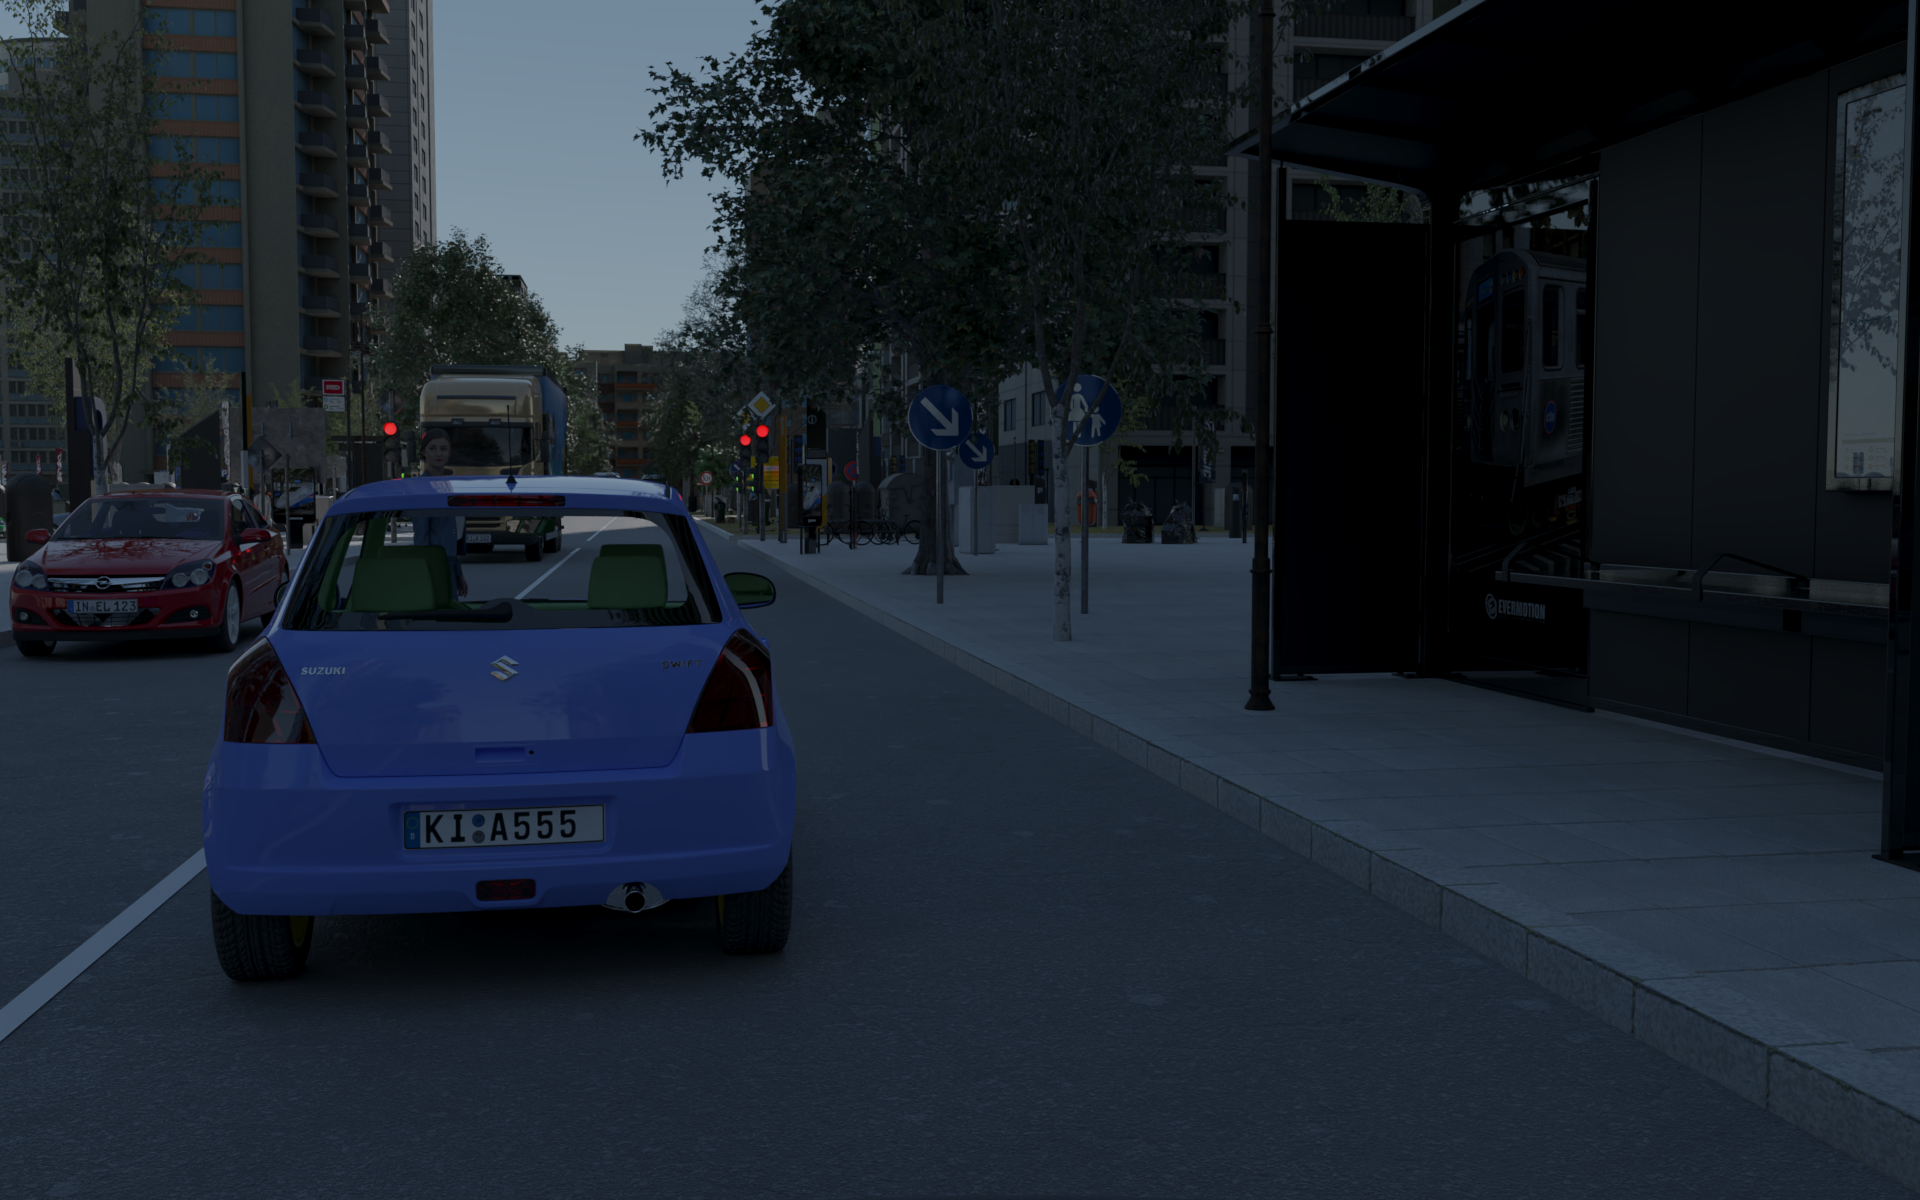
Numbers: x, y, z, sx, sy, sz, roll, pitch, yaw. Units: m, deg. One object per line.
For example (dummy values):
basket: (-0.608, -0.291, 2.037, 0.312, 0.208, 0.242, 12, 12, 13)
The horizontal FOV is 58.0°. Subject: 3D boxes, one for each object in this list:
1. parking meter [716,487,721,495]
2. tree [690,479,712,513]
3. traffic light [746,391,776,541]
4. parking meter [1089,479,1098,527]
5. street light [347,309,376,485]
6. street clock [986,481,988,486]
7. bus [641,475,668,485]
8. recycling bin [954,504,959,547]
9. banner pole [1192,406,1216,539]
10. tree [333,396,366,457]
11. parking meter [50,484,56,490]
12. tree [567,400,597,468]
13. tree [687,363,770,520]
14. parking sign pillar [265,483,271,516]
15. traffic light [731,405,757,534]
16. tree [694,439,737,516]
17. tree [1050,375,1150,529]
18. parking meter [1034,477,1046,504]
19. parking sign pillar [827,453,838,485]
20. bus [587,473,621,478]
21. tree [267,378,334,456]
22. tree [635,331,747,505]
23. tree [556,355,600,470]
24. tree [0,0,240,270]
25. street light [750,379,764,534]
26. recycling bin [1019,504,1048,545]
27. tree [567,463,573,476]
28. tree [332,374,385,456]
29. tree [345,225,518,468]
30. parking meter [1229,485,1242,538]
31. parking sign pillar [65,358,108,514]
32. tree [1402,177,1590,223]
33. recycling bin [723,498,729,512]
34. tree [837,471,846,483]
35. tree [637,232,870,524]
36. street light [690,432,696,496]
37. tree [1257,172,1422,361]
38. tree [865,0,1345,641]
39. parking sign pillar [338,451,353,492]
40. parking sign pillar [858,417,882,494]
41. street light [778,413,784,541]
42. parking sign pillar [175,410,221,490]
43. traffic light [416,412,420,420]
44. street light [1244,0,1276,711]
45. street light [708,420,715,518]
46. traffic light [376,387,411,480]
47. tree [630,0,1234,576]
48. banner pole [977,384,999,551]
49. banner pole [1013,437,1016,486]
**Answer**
parking meter: (-14.795, -6.136, 106.039, 0.255, 1.863, 0.399, -1, 4, -16)
tree: (-17.611, -7.663, 119.886, 1.663, 3.219, 1.824, 0, 3, 0)
traffic light: (-5.410, -3.562, 47.160, 0.839, 4.253, 0.868, -1, 4, -10)
parking meter: (5.117, -3.757, 67.136, 0.399, 1.863, 0.255, 2, 4, 29)
street light: (-14.976, -4.324, 43.477, 0.468, 5.910, 1.993, -1, 4, -10)
street clock: (1.393, -5.569, 95.628, 0.358, 2.002, 0.471, 1, 4, 11)
bus: (-30.204, -10.751, 170.633, 2.948, 3.499, 13.247, -1, 4, -11)
recycling bin: (0.136, -1.820, 42.310, 0.722, 1.027, 0.722, 2, 4, 25)
banner pole: (6.880, -3.625, 49.281, 0.863, 3.779, 0.401, 0, 4, 3)
tree: (-43.623, -10.529, 122.508, 4.737, 8.622, 4.395, 0, 3, 0)
parking meter: (-50.905, -5.598, 97.240, 0.399, 1.863, 0.255, 0, 4, -5)
tree: (-30.868, -11.970, 130.114, 7.601, 10.594, 8.767, -2, 4, -27)
tree: (-11.366, -8.366, 87.150, 4.360, 8.622, 3.978, 0, 3, 0)
parking sign pillar: (-41.387, -6.982, 102.634, 1.447, 3.967, 1.447, 3, 4, 37)
traffic light: (-6.841, -4.043, 55.017, 0.839, 4.253, 0.868, -1, 4, -10)
tree: (-14.368, -7.318, 103.361, 4.285, 4.588, 4.351, 0, 3, 0)
tree: (5.306, -6.903, 63.224, 4.737, 8.622, 4.395, 0, 3, 0)
parking meter: (2.703, -3.232, 58.555, 0.399, 1.863, 0.255, 0, 4, -4)
parking sign pillar: (-7.585, -6.898, 101.257, 1.447, 3.967, 1.447, 1, 4, 20)
bus: (-29.958, -9.242, 145.959, 2.948, 3.499, 13.247, -1, 4, -9)
tree: (-42.337, -9.704, 109.031, 4.737, 8.622, 4.395, 0, 3, 0)
tree: (-30.925, -20.987, 199.032, 12.611, 20.169, 13.585, 0, 3, 0)
tree: (-29.339, -11.821, 119.030, 9.928, 11.665, 9.643, 0, 3, 0)
tree: (-11.140, -4.390, 22.137, 4.360, 8.622, 3.978, 0, 3, 0)
street light: (-6.512, -5.081, 55.855, 0.468, 5.910, 1.993, -1, 4, -10)
recycling bin: (1.862, -1.914, 43.853, 0.722, 1.027, 0.722, 0, 4, 3)
tree: (-32.604, -9.454, 138.283, 4.285, 4.588, 4.351, 0, 3, 0)
tree: (-35.512, -9.358, 103.370, 4.360, 8.622, 3.978, 0, 3, 0)
tree: (-21.538, -9.619, 74.284, 9.611, 12.733, 9.660, 0, 3, 0)
parking meter: (8.017, -2.566, 50.371, 0.372, 1.533, 0.369, 0, 3, 0)
parking sign pillar: (-17.589, -2.842, 34.935, 1.447, 3.967, 1.447, -1, 4, -12)
tree: (10.098, -4.968, 31.591, 4.360, 8.622, 3.978, 0, 3, 0)
recycling bin: (-17.410, -7.014, 127.236, 0.722, 1.027, 0.722, 0, 4, 4)
tree: (-9.130, -8.066, 126.477, 1.663, 3.219, 1.824, 0, 3, 0)
tree: (-8.391, -9.986, 73.636, 12.009, 13.543, 11.850, 0, 3, 0)
street light: (-19.737, -9.515, 128.351, 0.468, 5.910, 1.993, -1, 4, -10)
tree: (8.462, -5.324, 37.407, 4.737, 8.622, 4.395, 0, 3, 0)
tree: (0.933, -3.934, 14.681, 4.360, 8.622, 3.978, 0, 3, 0)
parking sign pillar: (-35.094, -6.769, 99.140, 1.447, 3.967, 1.447, 3, 5, 40)
parking sign pillar: (-3.081, -4.298, 58.746, 1.447, 3.967, 1.447, -1, 4, -22)
street light: (-4.870, -4.532, 46.889, 0.468, 5.910, 1.993, -1, 4, -10)
parking sign pillar: (-24.207, -4.070, 55.024, 1.447, 3.967, 1.447, 3, 5, 41)
traffic light: (-16.295, -3.937, 53.285, 0.839, 4.253, 0.868, -1, 4, -10)
street light: (1.787, -2.285, 10.151, 0.468, 5.910, 1.993, -1, 4, -10)
street light: (-13.255, -7.330, 92.627, 0.468, 5.910, 1.993, -1, 4, -10)
traffic light: (-14.864, -3.456, 45.429, 0.839, 4.253, 0.868, -1, 4, -10)
tree: (-0.311, -6.741, 27.218, 9.611, 12.733, 9.660, 0, 3, 0)
banner pole: (0.583, -3.026, 39.498, 0.401, 3.779, 0.863, -2, 4, -29)
banner pole: (2.391, -5.254, 75.912, 0.401, 3.779, 0.863, 0, 4, 1)
